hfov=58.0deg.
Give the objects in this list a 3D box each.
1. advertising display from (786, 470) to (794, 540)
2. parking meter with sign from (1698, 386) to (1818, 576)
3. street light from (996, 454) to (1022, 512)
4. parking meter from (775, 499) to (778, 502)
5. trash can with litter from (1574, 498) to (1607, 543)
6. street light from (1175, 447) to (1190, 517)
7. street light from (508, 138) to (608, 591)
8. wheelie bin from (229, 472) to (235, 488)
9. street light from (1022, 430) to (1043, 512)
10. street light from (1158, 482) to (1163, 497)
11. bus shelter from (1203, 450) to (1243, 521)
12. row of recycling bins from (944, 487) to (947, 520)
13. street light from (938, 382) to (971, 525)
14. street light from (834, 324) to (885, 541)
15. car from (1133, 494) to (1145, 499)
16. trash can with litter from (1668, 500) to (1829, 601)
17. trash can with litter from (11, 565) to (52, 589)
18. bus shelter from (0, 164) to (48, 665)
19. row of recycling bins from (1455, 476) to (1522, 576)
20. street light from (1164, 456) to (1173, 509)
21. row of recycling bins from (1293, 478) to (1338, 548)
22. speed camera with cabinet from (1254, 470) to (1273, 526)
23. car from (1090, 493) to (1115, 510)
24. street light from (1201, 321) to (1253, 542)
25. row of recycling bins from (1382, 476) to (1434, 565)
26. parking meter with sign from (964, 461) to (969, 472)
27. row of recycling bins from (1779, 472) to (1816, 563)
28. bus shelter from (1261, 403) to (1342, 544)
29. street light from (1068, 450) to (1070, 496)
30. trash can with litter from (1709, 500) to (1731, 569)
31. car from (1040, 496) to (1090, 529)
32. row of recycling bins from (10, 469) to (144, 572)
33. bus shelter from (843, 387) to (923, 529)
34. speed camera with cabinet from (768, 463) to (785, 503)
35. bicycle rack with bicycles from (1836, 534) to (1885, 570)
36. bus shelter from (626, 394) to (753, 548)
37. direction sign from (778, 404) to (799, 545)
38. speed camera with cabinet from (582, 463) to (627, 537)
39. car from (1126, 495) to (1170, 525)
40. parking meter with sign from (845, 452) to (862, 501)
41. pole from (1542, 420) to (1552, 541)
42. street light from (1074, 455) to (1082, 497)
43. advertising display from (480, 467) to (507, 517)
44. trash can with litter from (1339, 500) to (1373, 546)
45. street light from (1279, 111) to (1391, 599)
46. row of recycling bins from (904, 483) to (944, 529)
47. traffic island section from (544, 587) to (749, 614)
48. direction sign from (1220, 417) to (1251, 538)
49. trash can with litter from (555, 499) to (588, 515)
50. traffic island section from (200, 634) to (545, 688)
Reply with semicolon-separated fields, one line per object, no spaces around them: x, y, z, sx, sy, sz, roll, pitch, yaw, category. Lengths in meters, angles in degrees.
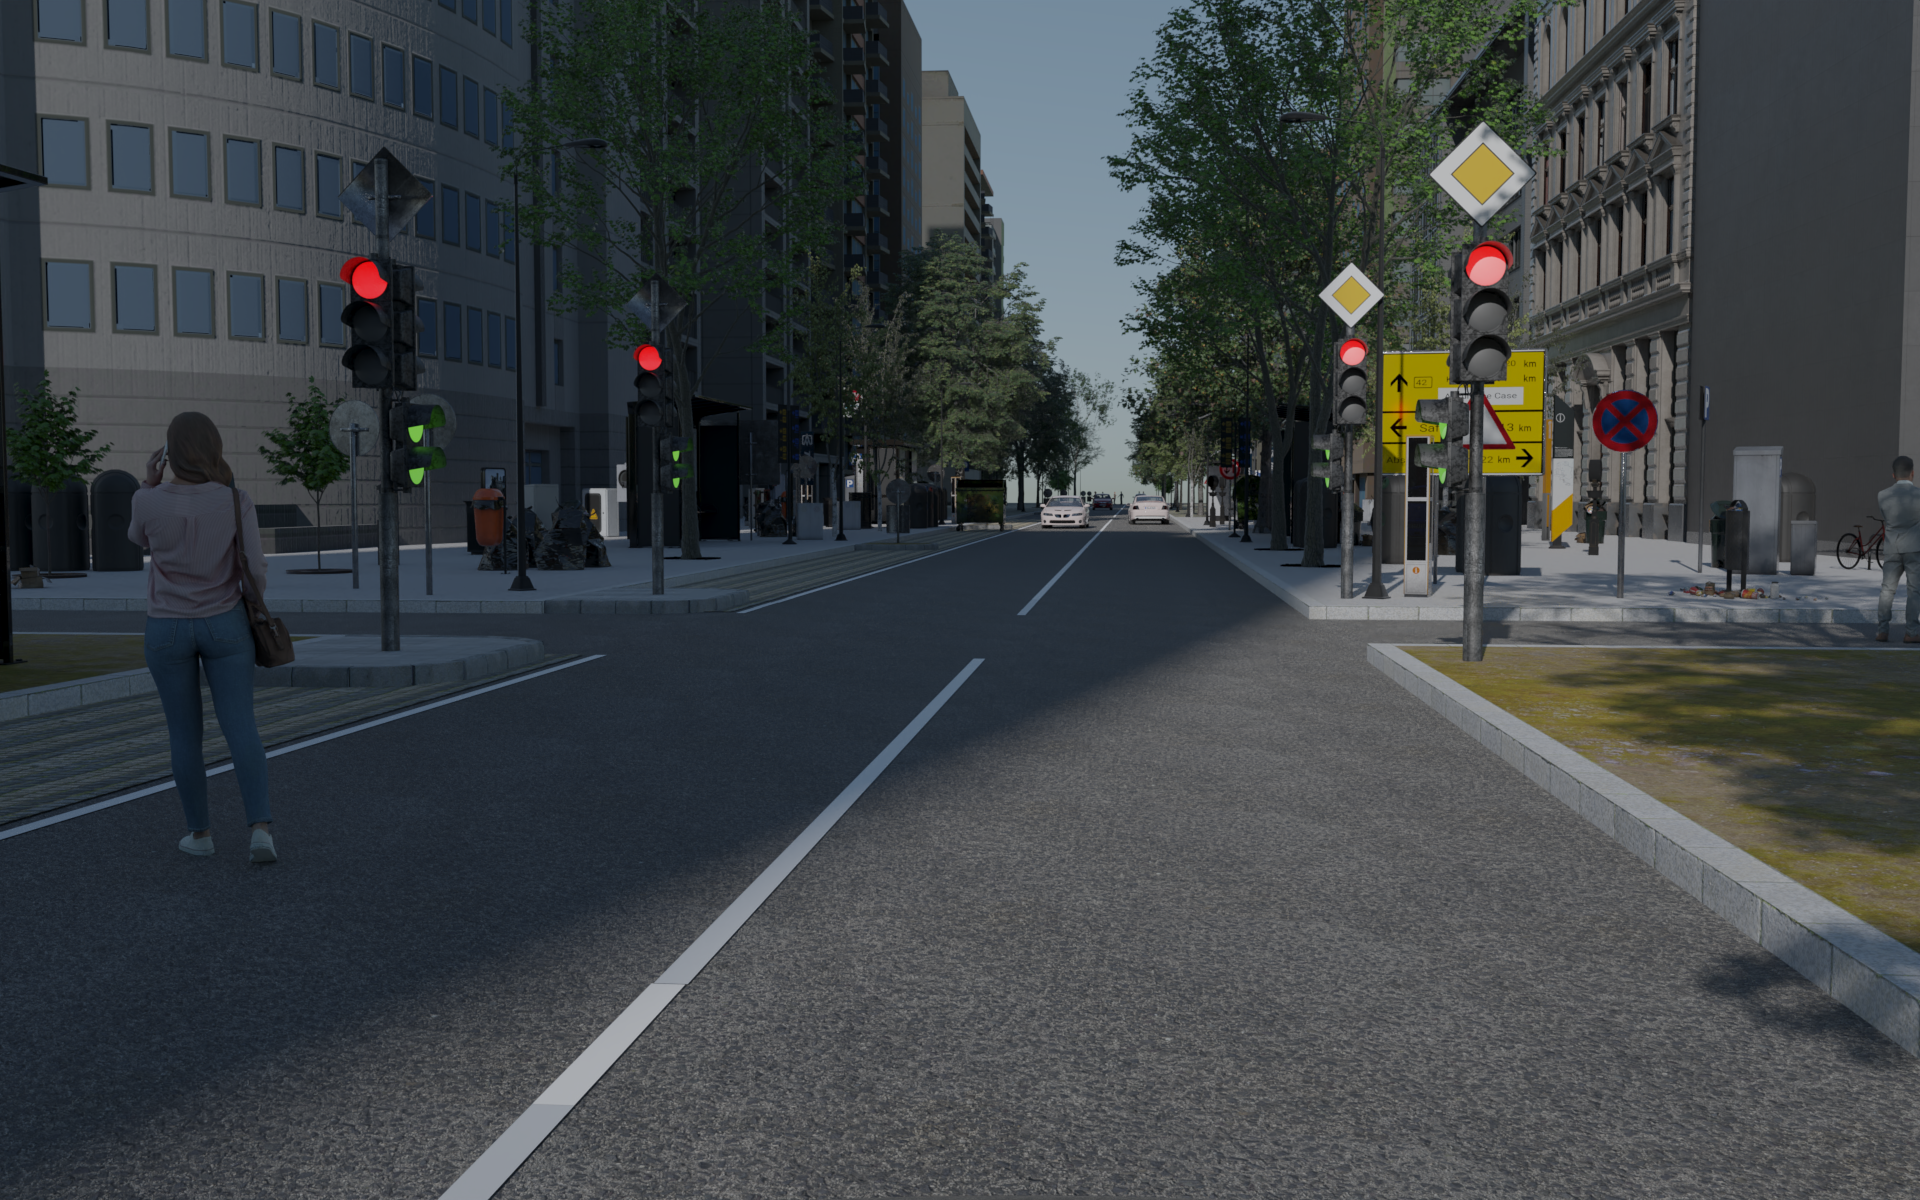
-4.544;-2.506;46.189;0.123;1.923;0.974;-1;4;-10;advertising display
12.739;-1.919;27.644;1.738;3.016;0.543;2;4;30;parking meter with sign
2.669;-7.793;99.964;1.470;5.913;1.316;0;4;6;street light
-9.940;-5.438;94.627;0.255;1.863;0.399;-1;4;-23;parking meter
16.325;-2.055;44.986;0.624;1.170;1.055;-1;4;-11;trash can with litter
9.611;-6.022;71.006;1.470;5.913;1.316;0;4;6;street light
-5.290;-3.075;22.814;1.470;5.913;1.316;0;4;6;street light
-10.219;-0.953;23.490;0.980;1.594;0.693;-2;4;-33;wheelie bin
5.115;-9.314;124.823;1.470;5.913;1.316;0;4;6;street light
14.910;-9.195;122.881;1.470;5.913;1.316;0;4;6;street light
12.181;-5.224;79.335;2.014;3.302;5.546;0;4;6;bus shelter
-1.152;-4.883;86.948;1.069;1.692;3.534;0;4;4;row of recycling bins
-0.223;-6.087;72.066;1.470;5.913;1.316;0;4;6;street light
-2.733;-4.580;47.419;1.470;5.913;1.316;0;4;6;street light
23.705;-13.357;227.426;2.155;1.783;4.494;0;4;6;car
9.801;-0.664;21.908;1.678;1.210;2.233;0;4;5;trash can with litter
-12.961;-0.740;23.494;1.055;1.170;0.624;-3;4;-39;trash can with litter
-7.925;-1.144;9.995;1.731;3.624;6.357;0;4;6;bus shelter
8.743;-1.324;28.760;1.069;1.692;3.534;1;4;15;row of recycling bins
12.428;-7.691;98.293;1.470;5.913;1.316;0;4;6;street light
8.661;-2.166;42.527;1.069;1.692;3.534;0;4;8;row of recycling bins
11.777;-4.406;66.369;0.660;3.252;2.038;1;4;22;speed camera with cabinet
12.698;-8.892;154.425;2.155;1.783;4.494;0;4;4;car
7.076;-4.491;45.962;1.470;5.913;1.316;0;4;6;street light
8.545;-1.590;33.115;1.069;1.692;3.534;1;4;15;row of recycling bins
0.401;-5.927;93.172;0.543;3.016;1.738;1;4;13;parking meter with sign
16.049;-1.646;34.031;1.069;1.692;3.534;1;4;18;row of recycling bins
9.350;-3.443;47.581;1.731;3.624;6.357;0;4;6;bus shelter
10.826;-12.767;181.282;1.470;5.913;1.316;0;4;6;street light
13.344;-1.128;29.832;0.624;1.170;1.055;0;4;1;trash can with litter
4.480;-3.727;73.302;2.083;1.381;4.827;0;4;7;car
-15.434;-1.343;29.074;3.534;1.692;1.069;0;4;7;row of recycling bins
-3.049;-5.506;67.648;2.179;5.291;8.768;0;4;6;bus shelter
-8.925;-5.293;80.882;0.660;3.252;2.038;-3;4;-37;speed camera with cabinet
16.197;-0.911;28.284;2.852;0.926;2.925;0;4;-3;bicycle rack with bicycles
-6.779;-3.225;44.011;1.731;3.624;6.357;0;4;6;bus shelter
-4.350;-3.185;44.066;0.379;3.537;0.876;2;4;30;direction sign
-10.304;-3.497;51.515;2.038;3.252;0.660;2;4;30;speed camera with cabinet
8.963;-4.277;82.293;2.083;1.381;4.827;0;4;4;car
-4.468;-4.571;71.000;0.543;3.016;1.738;1;4;10;parking meter with sign
16.097;-3.282;47.497;0.158;3.312;0.155;0;3;0;pole
13.431;-14.263;205.736;1.470;5.913;1.316;0;4;6;street light
-11.314;-2.252;42.029;0.123;1.923;0.974;1;4;16;advertising display
9.898;-1.920;42.782;1.055;1.170;0.624;3;5;41;trash can with litter
4.578;-2.974;21.161;1.470;5.913;1.316;0;4;6;street light
-1.503;-3.588;65.773;1.069;1.692;3.534;1;4;9;row of recycling bins
-3.877;0.008;22.146;2.009;0.180;2.903;0;4;6;traffic island section
8.133;-3.621;51.195;0.876;3.537;0.379;0;4;3;direction sign
-8.534;-1.588;37.350;0.624;1.170;1.055;1;4;23;trash can with litter
-4.684;0.494;14.201;2.009;0.180;2.903;0;4;6;traffic island section
